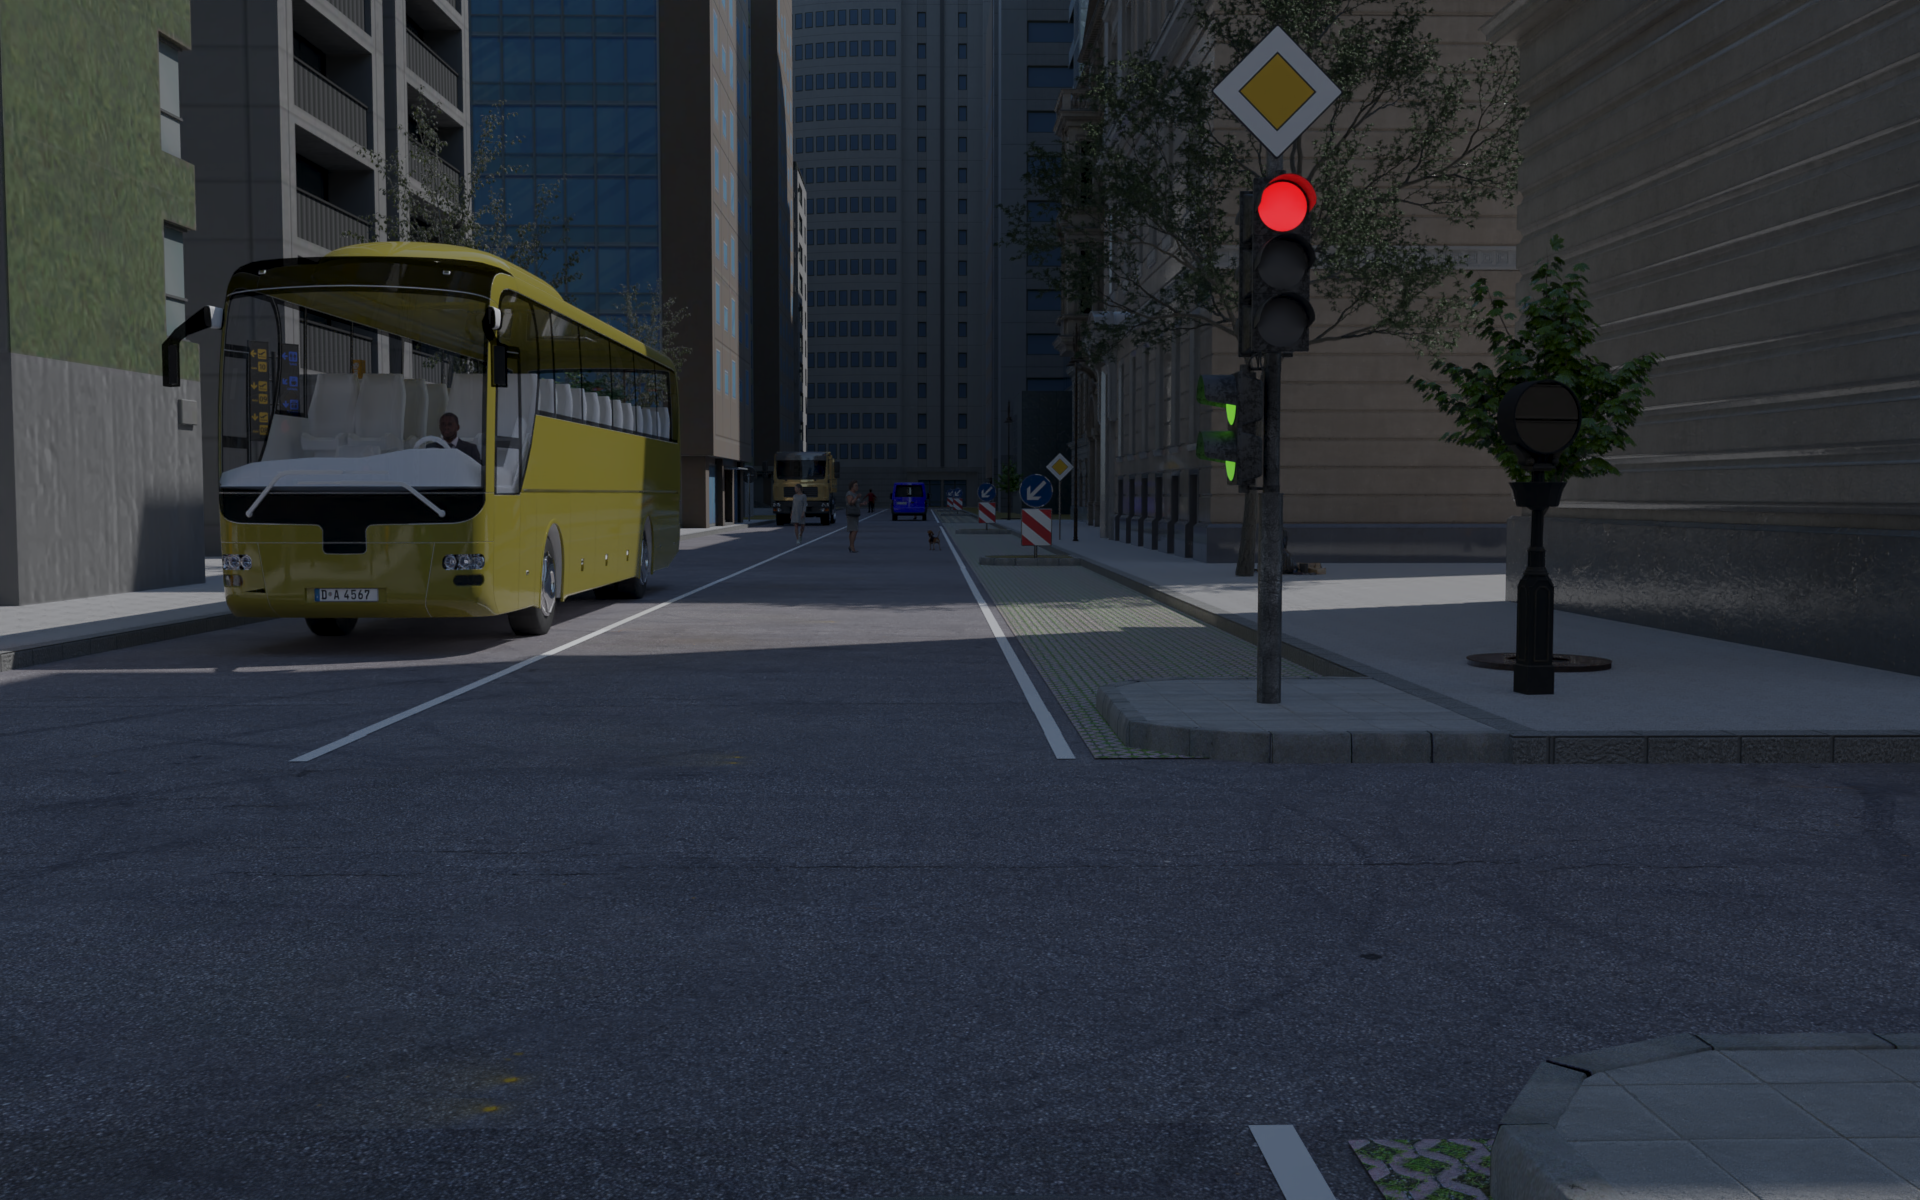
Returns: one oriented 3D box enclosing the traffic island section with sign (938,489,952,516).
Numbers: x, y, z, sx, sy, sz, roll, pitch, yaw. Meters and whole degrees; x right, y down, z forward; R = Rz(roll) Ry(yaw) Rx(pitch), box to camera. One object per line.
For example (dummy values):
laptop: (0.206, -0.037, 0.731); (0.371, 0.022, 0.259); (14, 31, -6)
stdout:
traffic island section with sign: (-0.275, -6.391, 113.119); (1.989, 1.847, 2.006); (0, 4, -1)

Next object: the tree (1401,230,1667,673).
tree: (4.400, -1.109, 12.742); (1.663, 3.219, 1.824); (0, 3, 0)

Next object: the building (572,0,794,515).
building: (-19.953, -29.341, 129.835); (14.600, 45.320, 14.200); (0, 4, -1)

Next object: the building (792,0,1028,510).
building: (-7.950, -38.991, 179.501); (28.212, 58.520, 21.231); (0, 4, -1)

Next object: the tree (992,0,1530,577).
tree: (4.564, -5.626, 26.402); (8.767, 10.594, 7.601); (-2, 4, -23)

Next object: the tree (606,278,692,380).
tree: (-11.084, -6.628, 58.733); (4.360, 8.622, 3.978); (0, 3, 0)

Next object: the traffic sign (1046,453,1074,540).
traffic sign: (2.790, -2.888, 48.396); (0.795, 2.450, 0.064); (0, 4, 4)

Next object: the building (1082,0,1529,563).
building: (10.579, -15.606, 41.070); (13.634, 28.700, 20.117); (0, 4, -1)

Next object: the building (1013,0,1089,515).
building: (15.107, -48.208, 100.865); (22.319, 86.520, 31.000); (0, 4, -1)

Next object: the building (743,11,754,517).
building: (-18.803, -19.602, 92.201); (14.160, 30.474, 14.107); (0, 4, -1)

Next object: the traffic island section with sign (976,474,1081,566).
traffic island section with sign: (1.393, -1.628, 35.251); (1.989, 1.847, 2.006); (0, 4, -1)

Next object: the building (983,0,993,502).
building: (9.448, -30.782, 153.398); (14.600, 45.320, 14.200); (0, 4, -1)

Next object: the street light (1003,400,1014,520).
street light: (2.395, -6.864, 85.018); (0.468, 5.910, 1.993); (0, 4, -1)

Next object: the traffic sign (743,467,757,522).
traffic sign: (-9.850, -4.939, 80.855); (0.768, 2.556, 0.104); (1, 4, 8)

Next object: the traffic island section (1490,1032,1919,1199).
traffic island section: (2.093, 1.199, 2.675); (2.009, 0.180, 2.903); (0, 4, -1)

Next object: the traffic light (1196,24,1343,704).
traffic light: (1.882, -1.322, 10.543); (0.839, 4.253, 0.868); (0, 4, -1)

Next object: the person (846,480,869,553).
person: (-2.563, -2.057, 42.495); (0.532, 1.782, 0.716); (1, 4, 16)

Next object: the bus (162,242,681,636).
bus: (-5.451, -1.788, 20.779); (2.896, 3.916, 12.252); (0, 4, -1)

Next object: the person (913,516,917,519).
person: (-2.632, -5.252, 97.608); (0.697, 1.427, 0.421); (1, 4, 20)

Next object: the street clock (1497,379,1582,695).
street clock: (3.695, -0.399, 11.096); (0.471, 2.002, 0.358); (-1, 4, -10)

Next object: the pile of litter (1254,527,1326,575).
pile of litter: (5.326, -0.871, 28.203); (1.176, 0.858, 1.719); (0, 4, -2)

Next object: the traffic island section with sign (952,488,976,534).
traffic island section with sign: (0.830, -3.277, 62.200); (1.989, 1.847, 2.006); (0, 4, -1)

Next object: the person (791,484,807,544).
person: (-4.674, -2.501, 50.134); (0.466, 1.731, 0.760); (-1, 4, -10)

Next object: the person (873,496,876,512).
person: (-7.089, -7.905, 141.009); (0.557, 1.426, 1.065); (2, 4, 34)

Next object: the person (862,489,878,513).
person: (-6.831, -7.554, 131.950); (1.348, 1.831, 0.705); (-2, 4, -28)

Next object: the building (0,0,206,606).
building: (-17.736, -20.374, 16.708); (14.154, 41.232, 14.086); (0, 4, -1)

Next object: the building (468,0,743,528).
building: (-16.160, -25.667, 69.768); (14.600, 45.320, 14.200); (0, 4, -1)

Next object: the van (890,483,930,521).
van: (-2.735, -5.481, 93.994); (2.240, 2.365, 5.245); (0, 4, -1)

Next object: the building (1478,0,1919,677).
building: (15.890, -11.415, 15.521); (19.941, 23.489, 11.050); (0, 4, -1)

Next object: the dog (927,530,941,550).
dog: (-0.669, -1.526, 44.242); (0.540, 0.507, 0.406); (2, 4, 26)

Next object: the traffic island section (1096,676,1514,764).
traffic island section: (1.922, 0.711, 10.658); (2.009, 0.180, 2.903); (0, 4, -1)

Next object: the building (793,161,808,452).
building: (-20.654, -23.316, 152.914); (14.107, 30.474, 14.160); (0, 4, -1)

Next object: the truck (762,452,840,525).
truck: (-7.232, -5.213, 81.162); (3.469, 3.379, 9.791); (0, 4, -2)

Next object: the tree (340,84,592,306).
tree: (-9.166, -5.005, 32.188); (4.360, 8.622, 3.978); (0, 3, 0)

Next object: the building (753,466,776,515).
building: (-27.208, -25.618, 110.743); (32.217, 40.220, 23.993); (0, 4, -1)

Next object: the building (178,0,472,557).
building: (-21.952, -37.018, 43.491); (20.563, 71.187, 20.611); (0, 4, -1)

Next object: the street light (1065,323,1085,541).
street light: (3.144, -4.535, 46.930); (0.468, 5.910, 1.993); (0, 4, -1)

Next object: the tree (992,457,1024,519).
tree: (2.445, -5.739, 88.431); (1.663, 3.219, 1.824); (0, 3, 0)

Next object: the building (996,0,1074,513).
building: (12.974, -36.050, 131.412); (21.231, 58.520, 28.212); (0, 4, -1)

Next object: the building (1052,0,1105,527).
building: (11.010, -15.260, 68.578); (14.460, 24.649, 34.723); (0, 4, -1)
